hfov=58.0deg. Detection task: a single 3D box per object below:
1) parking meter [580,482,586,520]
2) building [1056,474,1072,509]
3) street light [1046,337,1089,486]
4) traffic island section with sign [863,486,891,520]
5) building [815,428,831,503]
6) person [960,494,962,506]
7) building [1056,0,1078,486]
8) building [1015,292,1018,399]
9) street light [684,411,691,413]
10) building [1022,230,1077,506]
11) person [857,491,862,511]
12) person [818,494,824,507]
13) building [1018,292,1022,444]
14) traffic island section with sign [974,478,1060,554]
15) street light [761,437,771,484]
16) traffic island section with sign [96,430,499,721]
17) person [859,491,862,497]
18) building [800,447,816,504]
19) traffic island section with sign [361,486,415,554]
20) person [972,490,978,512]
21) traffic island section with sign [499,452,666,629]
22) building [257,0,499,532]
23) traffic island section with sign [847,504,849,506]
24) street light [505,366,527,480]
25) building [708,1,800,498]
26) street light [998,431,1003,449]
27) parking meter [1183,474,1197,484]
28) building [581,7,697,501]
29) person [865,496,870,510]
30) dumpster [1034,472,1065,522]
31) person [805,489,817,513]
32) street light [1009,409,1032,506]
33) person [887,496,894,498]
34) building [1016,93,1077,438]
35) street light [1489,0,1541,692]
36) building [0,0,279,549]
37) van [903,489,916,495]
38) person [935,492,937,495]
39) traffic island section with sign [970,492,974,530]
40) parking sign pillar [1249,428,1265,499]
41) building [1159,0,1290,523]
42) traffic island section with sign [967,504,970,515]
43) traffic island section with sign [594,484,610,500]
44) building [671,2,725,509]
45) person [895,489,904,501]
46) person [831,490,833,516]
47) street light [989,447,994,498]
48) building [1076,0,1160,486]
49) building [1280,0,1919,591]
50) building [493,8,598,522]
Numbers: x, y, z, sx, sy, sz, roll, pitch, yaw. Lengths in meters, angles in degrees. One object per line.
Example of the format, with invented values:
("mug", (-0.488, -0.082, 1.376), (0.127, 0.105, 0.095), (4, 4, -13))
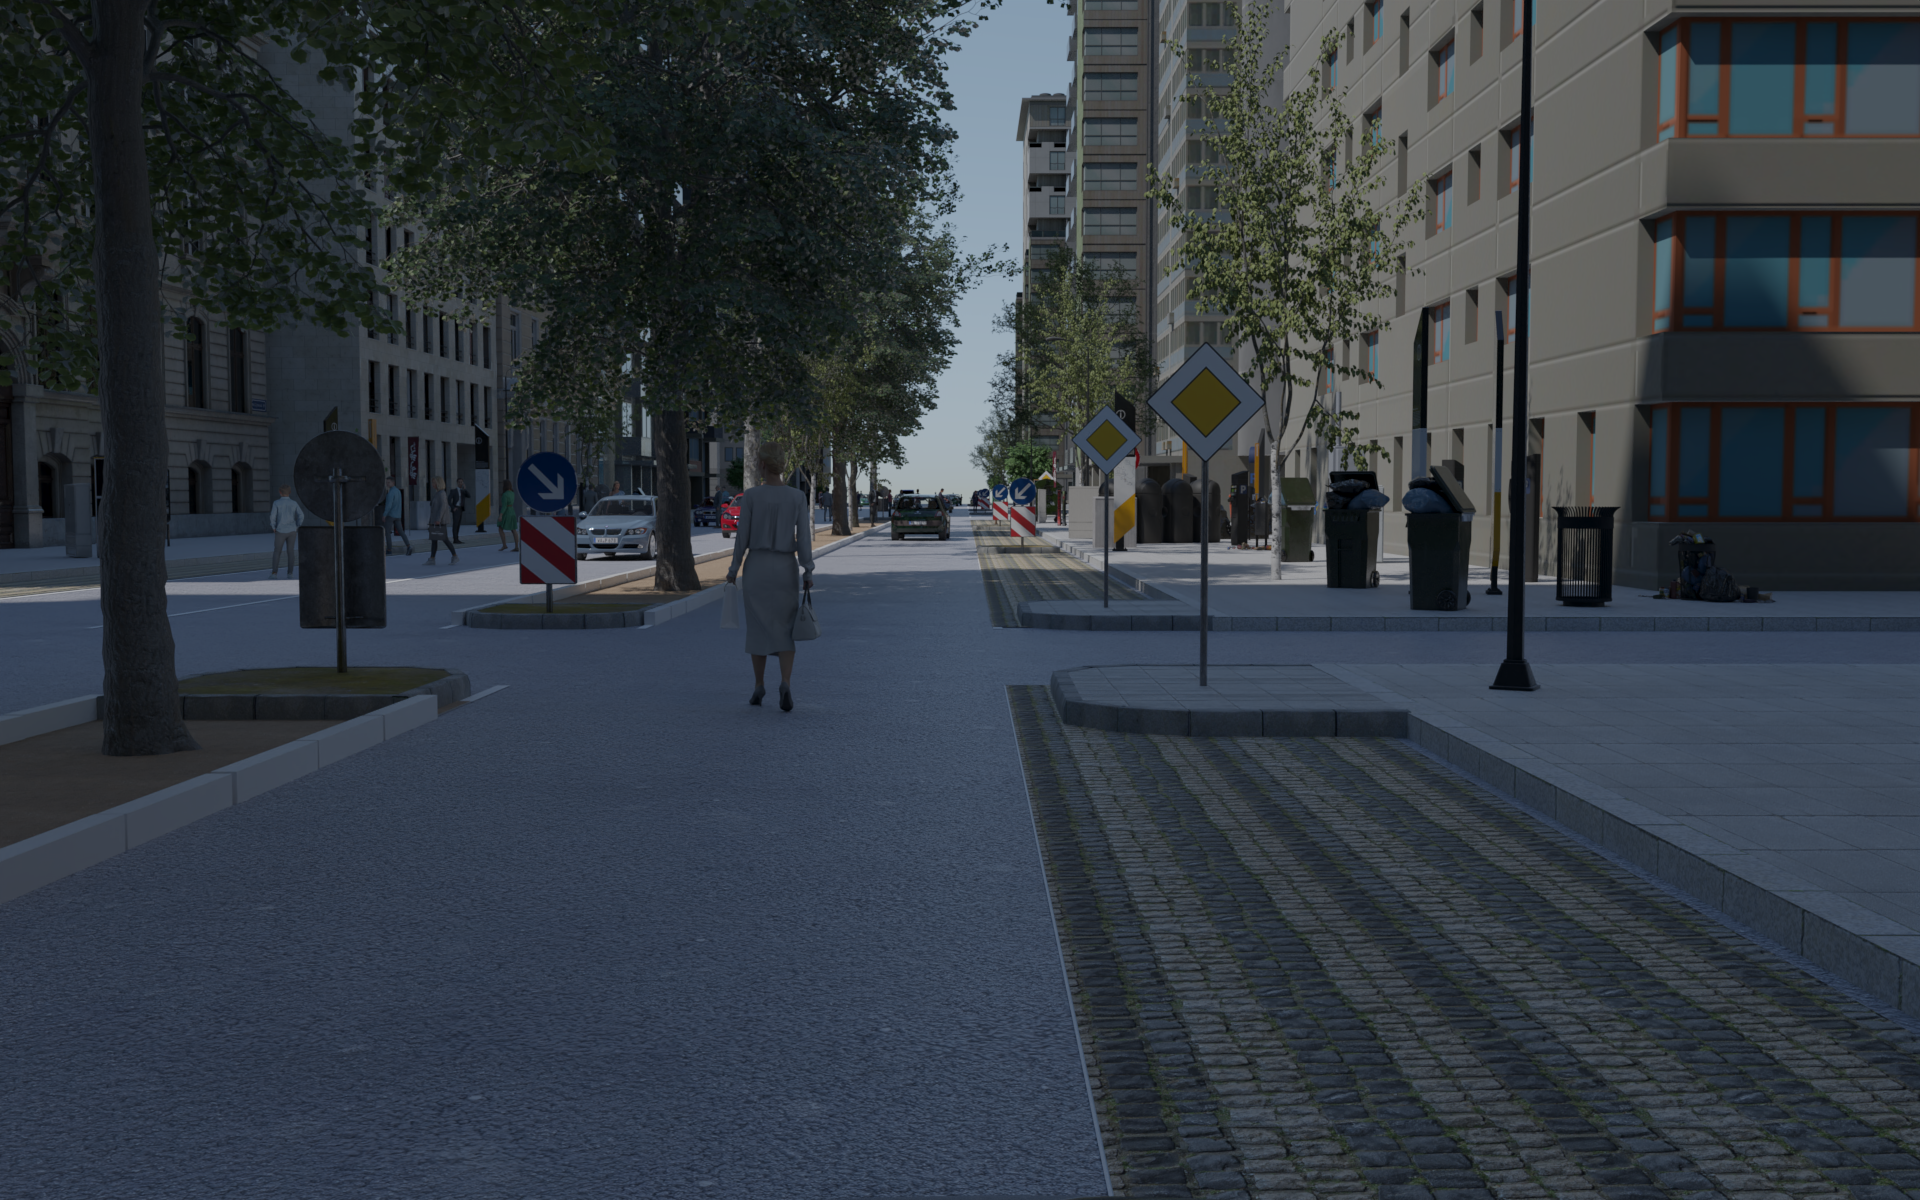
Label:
("parking meter", (-18.710, -4.929, 86.306), (0.399, 1.863, 0.255), (-2, 4, -34))
("building", (23.814, -28.346, 155.344), (32.217, 40.220, 23.993), (0, 4, 0))
("street light", (3.248, -4.820, 51.340), (1.470, 5.913, 1.316), (0, 4, 0))
("traffic island section with sign", (-4.232, -5.276, 94.402), (2.006, 1.907, 1.989), (0, 4, 0))
("building", (-25.715, -36.348, 244.392), (14.600, 45.320, 14.200), (0, 4, 0))
("person", (0.145, -12.443, 215.195), (0.557, 1.426, 1.065), (0, 4, 3))
("building", (19.368, -31.054, 127.344), (23.786, 49.044, 30.456), (0, 4, 0))
("building", (14.814, -29.076, 247.088), (14.160, 30.474, 14.107), (0, 4, 0))
("street light", (-15.635, -7.580, 96.468), (1.470, 5.913, 1.316), (0, 4, 0))
("building", (14.504, -25.648, 191.045), (14.160, 30.474, 14.107), (0, 4, 0))
("person", (-8.785, -8.583, 149.758), (0.530, 1.710, 0.541), (-1, 4, -17))
("person", (-12.259, -8.771, 155.168), (1.065, 1.426, 0.557), (-1, 4, -23))
("building", (14.485, -26.509, 205.127), (14.160, 30.474, 14.107), (0, 4, 0))
("traffic island section with sign", (1.401, -2.062, 42.335), (1.989, 1.847, 2.006), (0, 4, 0))
("street light", (-15.447, -10.220, 139.633), (1.470, 5.913, 1.316), (0, 4, 0))
("traffic island section with sign", (-4.460, -0.227, 11.856), (2.006, 1.907, 1.989), (0, 4, 0))
("person", (-10.947, -11.207, 191.815), (1.350, 1.814, 0.705), (1, 4, 13))
("building", (-25.731, -27.208, 216.544), (14.160, 30.474, 14.107), (0, 4, 0))
("traffic island section with sign", (-14.357, -2.038, 41.955), (1.989, 1.847, 2.006), (0, 4, 0))
("person", (1.137, -7.312, 128.970), (0.541, 1.710, 0.530), (-1, 4, -21))
("traffic island section with sign", (-4.429, -0.681, 19.263), (2.006, 1.907, 1.989), (0, 4, 0))
("building", (-25.002, -12.881, 65.362), (10.420, 20.320, 16.860), (0, 4, 0))
("traffic island section with sign", (-13.856, -13.394, 227.627), (1.989, 1.847, 2.006), (0, 4, 0))
("street light", (-15.747, -5.486, 62.244), (1.470, 5.913, 1.316), (0, 4, 0))
("building", (-29.971, -39.900, 194.362), (21.231, 58.520, 28.212), (0, 4, 0))
("street light", (3.492, -9.464, 127.277), (1.470, 5.913, 1.316), (0, 4, 0))
("parking meter", (6.545, -2.667, 49.317), (0.255, 1.863, 0.399), (-2, 4, -31))
("building", (-30.078, -29.994, 110.003), (23.786, 49.044, 30.456), (0, 4, 0))
("person", (-7.551, -8.495, 148.076), (1.217, 1.739, 0.721), (1, 4, 17))
("dumpster", (3.952, -4.641, 78.372), (1.502, 2.255, 1.985), (0, 4, 0))
("person", (-11.706, -7.703, 134.472), (1.348, 1.821, 0.705), (2, 4, 27))
("street light", (3.337, -7.440, 94.178), (1.470, 5.913, 1.316), (0, 4, 0))
("person", (-9.120, -13.039, 221.326), (1.348, 1.869, 0.705), (-1, 4, -12))
("building", (21.992, -38.917, 225.532), (28.713, 52.752, 27.495), (0, 4, 0))
("street light", (3.118, -2.368, 11.252), (1.470, 5.913, 1.316), (0, 4, 0))
("building", (-27.647, -13.447, 38.935), (14.460, 24.649, 34.723), (0, 4, 0))
("van", (-6.755, -13.473, 224.665), (2.240, 2.365, 5.245), (0, 4, 1))
("person", (-3.471, -14.888, 252.652), (0.721, 1.736, 1.217), (0, 4, 4))
("traffic island section with sign", (1.489, -3.710, 69.290), (1.989, 1.847, 2.006), (0, 4, 0))
("parking sign pillar", (12.069, -5.012, 70.415), (1.447, 3.967, 1.447), (1, 4, 19))
("building", (22.377, -23.872, 82.184), (32.217, 40.220, 23.993), (0, 4, 0))
("traffic island section with sign", (1.625, -6.756, 119.086), (1.989, 1.847, 2.006), (0, 4, 0))
("traffic island section with sign", (-14.290, -3.687, 68.910), (1.989, 1.847, 2.006), (0, 4, 0))
("building", (-31.192, -29.671, 139.743), (22.147, 44.769, 28.867), (0, 4, 0))
("person", (-3.772, -6.351, 113.124), (1.217, 1.735, 0.721), (-3, 5, -40))
("person", (-8.163, -6.195, 110.619), (1.217, 1.723, 0.721), (3, 5, 42))
("street light", (3.495, -12.114, 170.600), (1.470, 5.913, 1.316), (0, 4, 0))
("building", (14.029, -25.797, 105.368), (14.154, 41.232, 14.086), (0, 4, 0))
("building", (23.689, -11.677, 35.958), (28.899, 21.520, 27.650), (0, 4, 0))
("building", (-25.953, -18.252, 84.331), (13.634, 28.700, 20.117), (0, 4, 0))
